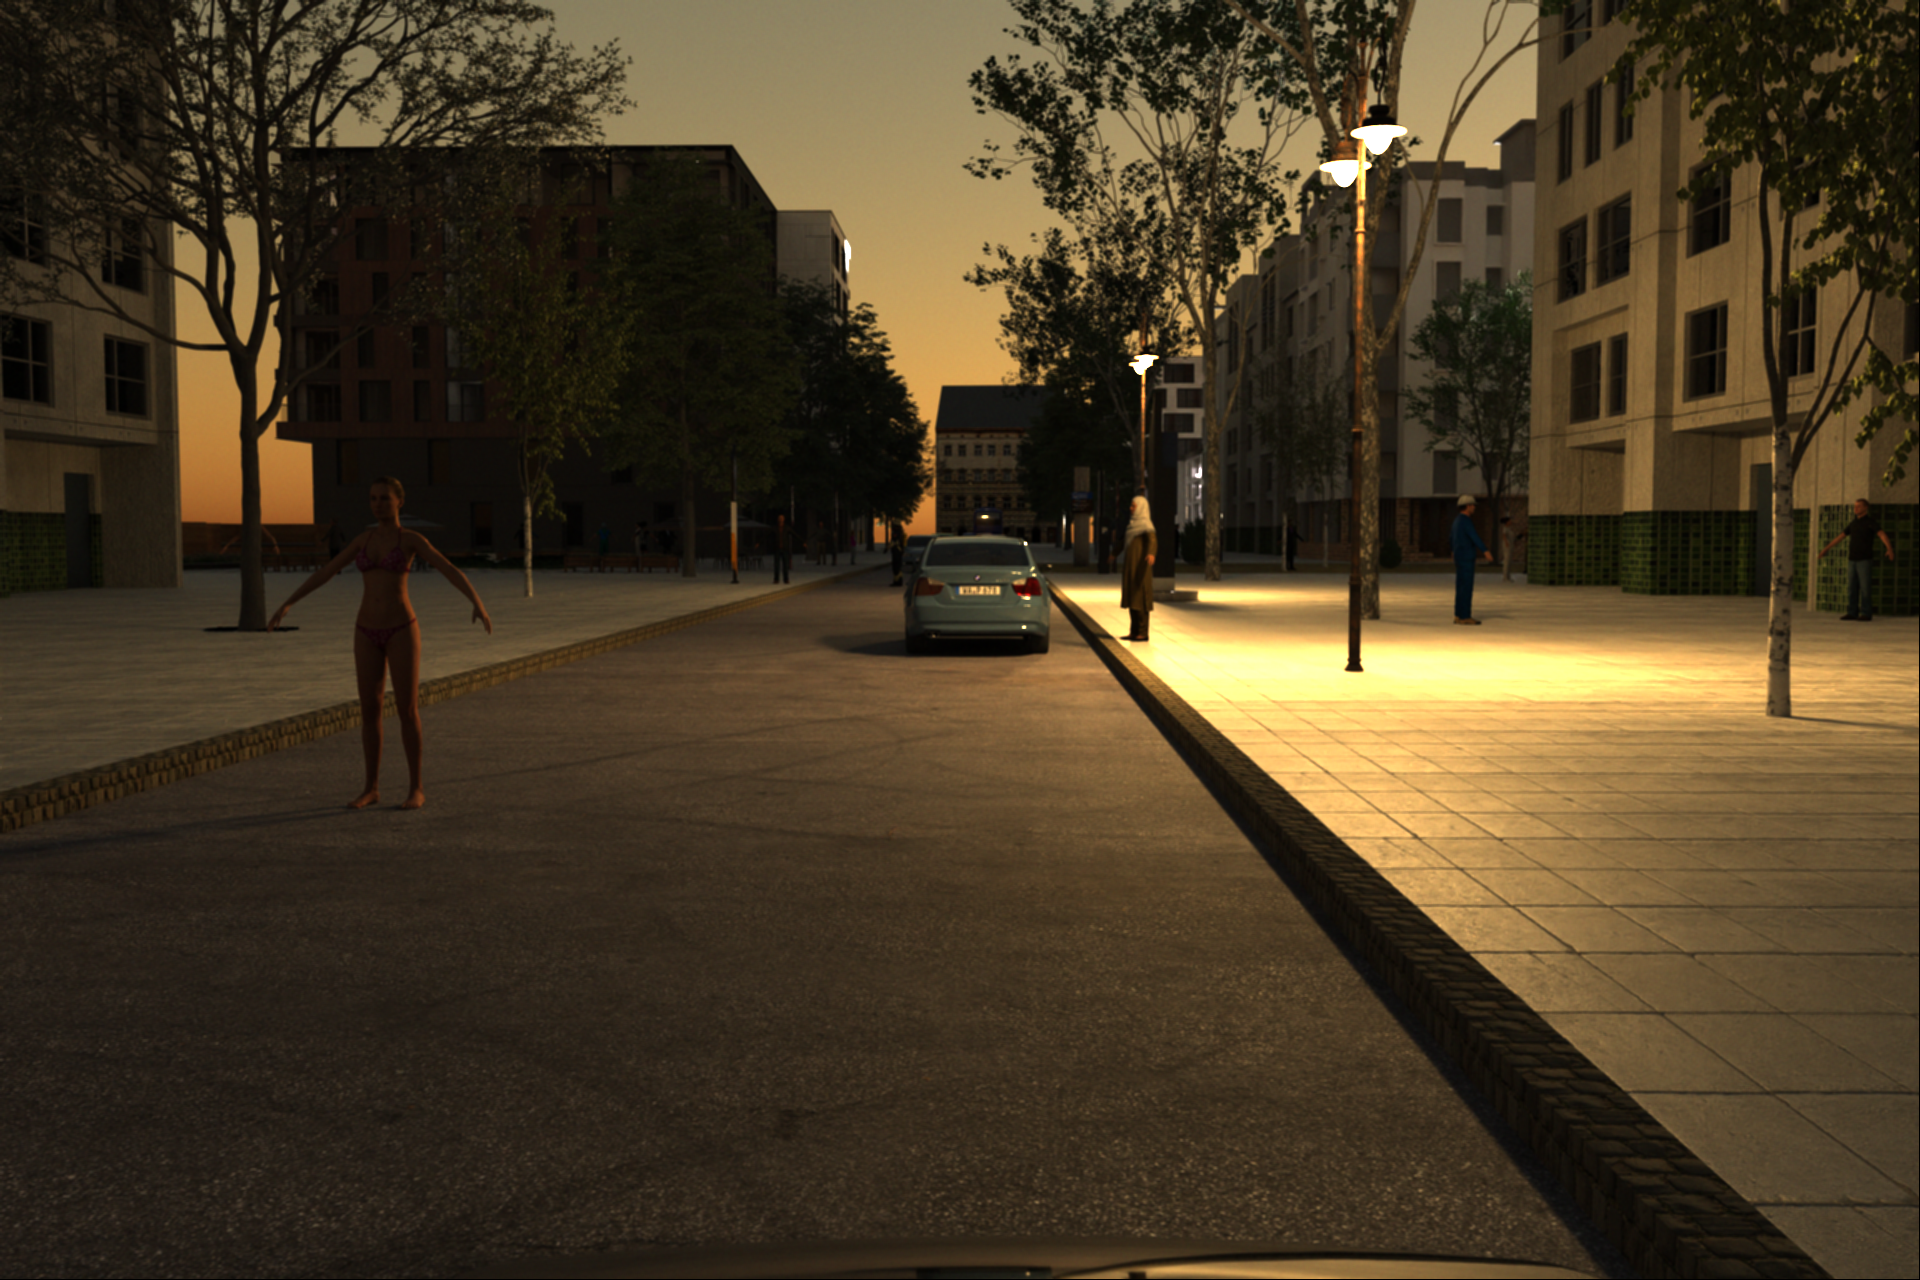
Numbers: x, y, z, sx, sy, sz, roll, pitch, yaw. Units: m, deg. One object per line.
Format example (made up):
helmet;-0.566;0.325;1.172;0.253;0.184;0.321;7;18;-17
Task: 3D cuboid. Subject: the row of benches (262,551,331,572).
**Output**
row of benches;-23.028;-2.711;59.790;1.422;0.672;4.104;1;4;19

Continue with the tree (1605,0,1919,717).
tree;5.897;-3.755;11.752;4.737;8.622;4.395;0;3;0

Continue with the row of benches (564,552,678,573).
row of benches;-11.397;-2.588;57.782;4.104;0.672;1.422;1;4;19

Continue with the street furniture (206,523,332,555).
street furniture;-30.977;-4.183;75.241;11.010;1.723;9.812;0;4;0

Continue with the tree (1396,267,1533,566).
tree;21.298;-8.751;68.834;9.928;11.665;9.643;0;3;0

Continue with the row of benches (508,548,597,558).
row of benches;-17.633;-3.654;75.201;4.104;0.672;1.422;1;4;15

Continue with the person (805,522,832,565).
person;-5.773;-4.024;72.060;1.348;1.796;0.705;1;4;12

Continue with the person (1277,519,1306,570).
person;11.761;-3.392;61.678;1.346;1.802;0.704;-2;4;-33

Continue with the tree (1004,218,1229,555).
tree;9.622;-15.138;103.400;12.611;20.169;13.585;0;3;0

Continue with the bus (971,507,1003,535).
bus;2.489;-10.154;157.562;2.896;3.916;12.251;0;3;0

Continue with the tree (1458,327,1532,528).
tree;19.490;-6.822;61.897;4.360;8.622;3.978;0;3;0

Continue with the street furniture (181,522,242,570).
street furniture;-29.513;-3.481;63.762;9.812;1.723;11.010;1;4;16

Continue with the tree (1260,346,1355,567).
tree;14.340;-7.121;66.798;4.360;8.622;3.978;0;3;0

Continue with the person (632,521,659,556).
person;-13.341;-4.101;73.191;1.345;1.843;0.704;2;4;25

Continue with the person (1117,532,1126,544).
person;6.023;-3.260;59.442;1.346;1.812;0.704;1;4;15

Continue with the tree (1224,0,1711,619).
tree;5.459;-10.300;24.288;12.611;20.169;13.585;0;3;0

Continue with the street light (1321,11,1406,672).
street light;3.691;-2.645;16.038;0.468;5.910;1.993;0;4;1

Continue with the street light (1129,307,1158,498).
street light;3.742;-3.831;35.429;0.468;5.910;1.993;0;4;1

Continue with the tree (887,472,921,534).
tree;-5.764;-12.489;154.564;4.737;8.622;4.395;0;3;0

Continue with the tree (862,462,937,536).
tree;-6.228;-13.869;161.170;8.767;10.594;7.601;0;4;4

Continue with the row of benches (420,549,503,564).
row of benches;-20.937;-3.488;72.491;4.104;0.672;1.422;2;4;26

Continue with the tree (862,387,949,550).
tree;-6.050;-14.268;143.650;12.009;13.543;11.850;0;3;0

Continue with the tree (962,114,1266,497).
tree;6.981;-13.667;79.351;12.611;20.169;13.585;0;3;0

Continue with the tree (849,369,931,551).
tree;-6.742;-13.666;130.099;9.857;13.997;8.962;0;3;0

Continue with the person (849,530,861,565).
person;-4.388;-3.843;72.093;0.599;1.433;0.991;-2;4;-30

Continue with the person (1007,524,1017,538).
person;2.086;-3.655;68.338;0.705;1.813;1.348;-2;4;-24

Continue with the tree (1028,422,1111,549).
tree;9.682;-13.712;149.951;9.928;11.665;9.643;0;3;0

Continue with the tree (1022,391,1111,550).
tree;8.562;-13.356;136.503;7.486;12.596;7.792;0;3;0

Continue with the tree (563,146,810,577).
tree;-8.502;-8.169;51.686;7.486;12.596;7.792;0;3;0

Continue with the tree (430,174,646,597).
tree;-8.579;-5.187;35.172;4.737;8.622;4.395;0;3;0

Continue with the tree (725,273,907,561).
tree;-7.231;-10.833;83.776;9.857;13.997;8.962;0;3;0

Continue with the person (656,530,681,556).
person;-11.882;-3.898;70.453;0.721;1.740;1.216;3;5;45

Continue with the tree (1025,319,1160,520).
tree;7.160;-10.632;91.967;7.486;12.596;7.792;0;3;0

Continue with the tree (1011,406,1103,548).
tree;9.271;-15.647;162.488;9.857;13.997;8.962;0;3;0

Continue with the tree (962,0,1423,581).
tree;5.817;-11.637;46.159;12.611;20.169;13.585;0;3;0

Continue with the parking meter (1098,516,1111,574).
parking meter;4.654;-3.056;55.671;0.399;1.863;0.255;0;4;2

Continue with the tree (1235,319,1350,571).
tree;11.064;-6.716;60.164;4.360;8.622;3.978;0;3;0

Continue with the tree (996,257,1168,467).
tree;8.431;-16.165;120.187;12.611;20.169;13.585;0;3;0

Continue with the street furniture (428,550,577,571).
street furniture;-16.759;-3.071;65.831;5.734;0.657;10.072;0;4;-3

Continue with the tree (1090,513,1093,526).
tree;21.694;-20.106;246.856;7.486;12.596;7.792;0;3;0

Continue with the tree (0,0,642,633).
tree;-9.356;-6.872;22.723;12.009;13.543;11.850;0;3;0

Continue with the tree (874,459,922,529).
tree;-9.232;-20.611;255.124;7.486;12.596;7.792;0;3;0

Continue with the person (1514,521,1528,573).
person;18.610;-3.101;56.462;1.354;1.858;0.705;0;4;-6
